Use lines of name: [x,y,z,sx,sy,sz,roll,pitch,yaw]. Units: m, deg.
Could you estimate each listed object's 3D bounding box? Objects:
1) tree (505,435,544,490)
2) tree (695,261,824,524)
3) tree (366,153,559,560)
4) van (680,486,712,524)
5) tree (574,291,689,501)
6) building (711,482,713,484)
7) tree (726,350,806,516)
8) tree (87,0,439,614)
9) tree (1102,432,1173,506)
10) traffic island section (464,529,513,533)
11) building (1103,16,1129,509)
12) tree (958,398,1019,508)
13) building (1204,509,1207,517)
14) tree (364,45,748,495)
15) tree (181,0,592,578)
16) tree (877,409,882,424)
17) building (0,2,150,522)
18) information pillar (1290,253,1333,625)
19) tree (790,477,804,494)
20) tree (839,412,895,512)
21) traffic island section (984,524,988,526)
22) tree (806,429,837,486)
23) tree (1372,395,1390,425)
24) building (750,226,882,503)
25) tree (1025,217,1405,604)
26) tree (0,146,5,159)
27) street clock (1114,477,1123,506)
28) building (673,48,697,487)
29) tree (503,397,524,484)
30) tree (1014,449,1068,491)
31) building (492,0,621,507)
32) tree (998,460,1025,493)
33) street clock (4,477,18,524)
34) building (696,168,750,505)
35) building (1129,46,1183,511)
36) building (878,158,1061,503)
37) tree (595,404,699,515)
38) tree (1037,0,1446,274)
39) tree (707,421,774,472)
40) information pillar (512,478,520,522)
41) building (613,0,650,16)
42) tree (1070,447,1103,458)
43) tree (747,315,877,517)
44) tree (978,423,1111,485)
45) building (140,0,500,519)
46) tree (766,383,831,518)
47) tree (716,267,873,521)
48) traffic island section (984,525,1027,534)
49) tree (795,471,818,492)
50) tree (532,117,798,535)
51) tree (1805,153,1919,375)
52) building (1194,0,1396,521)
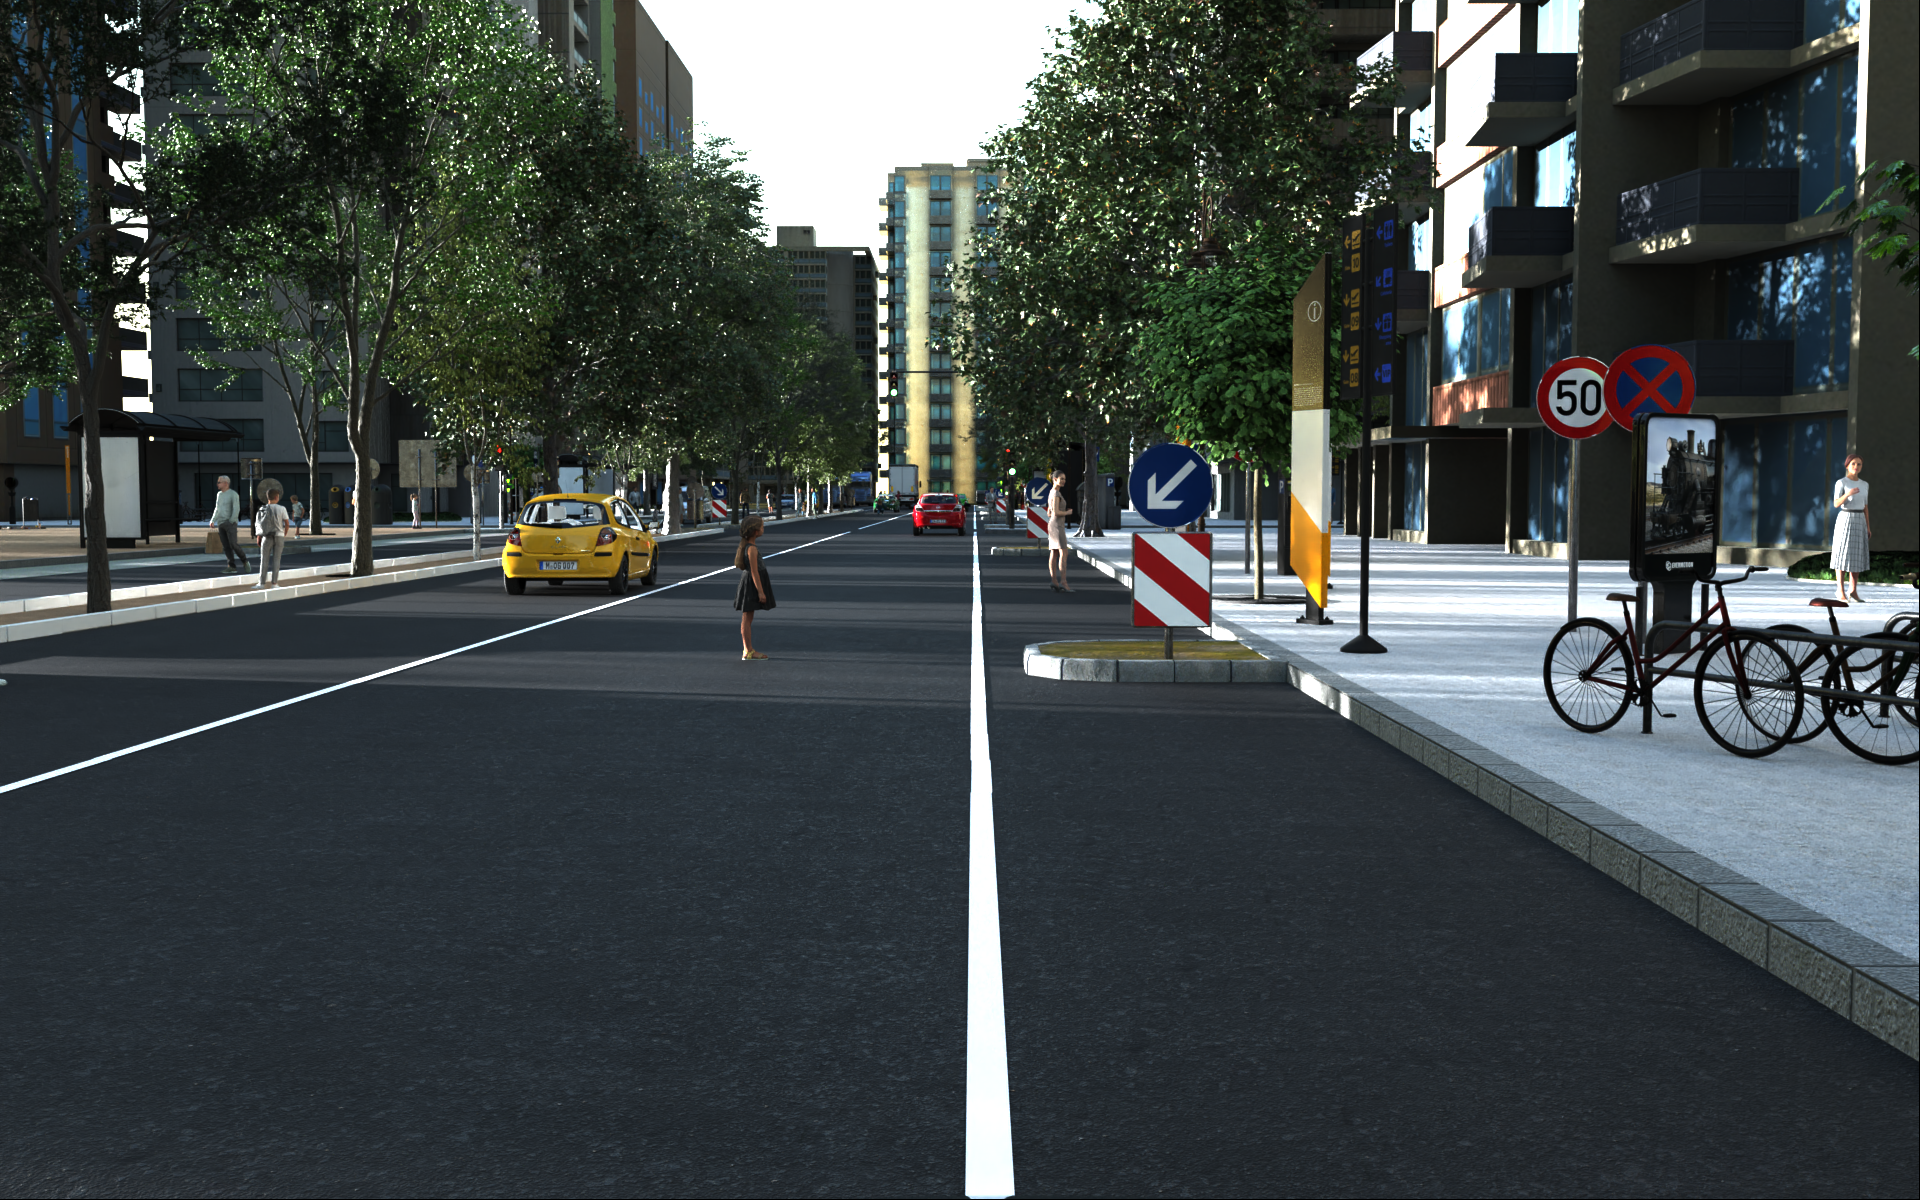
tree: [-24.226,-6.945,97.258,4.285,4.588,4.351,0,3,0]
tree: [-9.763,-9.008,75.493,9.928,11.665,9.643,0,3,0]
tree: [-10.373,-5.140,36.856,4.737,8.622,4.395,0,3,0]
van: [-13.165,-4.737,84.456,2.013,2.044,4.112,0,4,2]
tree: [-10.194,-6.101,52.565,4.360,8.622,3.978,0,3,0]
building: [-43.171,-29.037,246.461,14.107,30.474,14.160,0,4,0]
tree: [-9.769,-8.004,83.682,4.360,8.622,3.978,0,3,0]
tree: [-10.111,-5.111,20.431,8.767,10.594,7.601,0,4,0]
tree: [9.292,-7.616,74.886,4.737,8.622,4.395,0,3,0]
traffic island section: [-17.007,-2.568,64.263,2.009,0.180,2.903,0,4,0]
building: [23.774,-32.740,158.999,21.300,48.544,21.600,0,4,0]
tree: [4.948,-14.954,154.870,12.009,13.543,11.850,0,3,0]
building: [20.212,-25.674,103.363,14.154,41.232,14.086,0,4,0]
tree: [-10.515,-7.633,44.270,9.611,12.733,9.660,0,3,0]
tree: [-10.184,-6.185,29.344,9.928,11.665,9.643,0,3,0]
tree: [-9.717,-12.184,119.784,7.486,12.596,7.792,0,3,0]
building: [-50.654,-26.600,85.025,14.200,45.320,14.600,0,4,0]
information pillar: [3.468,-1.574,17.096,0.183,3.616,0.504,-2,4,-29]
tree: [-18.440,-12.239,194.701,1.663,3.219,1.824,0,3,0]
tree: [-9.194,-12.142,135.384,8.767,10.594,7.601,0,4,0]
traffic island section: [2.000,-3.046,72.088,2.009,0.180,2.903,0,4,0]
tree: [-9.859,-9.837,113.647,4.360,8.622,3.978,0,3,0]
tree: [15.555,-6.676,59.518,4.737,8.622,4.395,0,3,0]
building: [-24.051,-34.363,253.716,23.993,40.220,32.217,0,4,0]
tree: [3.674,-2.266,20.761,4.285,4.588,4.351,0,3,0]
tree: [-10.497,-3.768,14.424,4.360,8.622,3.978,0,3,0]
street clock: [6.513,-4.100,71.612,0.358,2.002,0.471,2,4,34]
building: [-33.914,-31.737,169.018,14.600,45.320,14.200,0,4,0]
tree: [-27.929,-9.398,104.017,4.360,8.622,3.978,0,3,0]
tree: [5.252,-10.938,129.198,4.737,8.622,4.395,0,3,0]
building: [-32.150,-26.708,120.267,14.154,41.232,14.086,0,4,0]
tree: [5.233,-7.947,113.652,4.285,4.588,4.351,0,3,0]
street clock: [-40.286,-4.222,73.600,0.471,2.002,0.358,0,4,-5]
building: [-38.643,-31.038,199.357,23.993,40.220,32.217,0,4,0]
building: [23.652,-36.080,131.902,21.231,58.520,28.212,0,4,0]
building: [3.753,-38.537,249.693,30.456,49.044,23.786,0,4,0]
tree: [-18.792,-11.360,103.866,7.486,12.596,7.792,0,3,0]
tree: [4.371,-7.126,33.524,9.611,12.733,9.660,0,3,0]
tree: [-18.582,-12.923,145.699,7.601,10.594,8.767,-1,4,-12]
information pillar: [-20.399,-4.581,79.383,0.304,2.012,0.304,1,4,14]
building: [-34.204,-30.843,154.389,14.600,45.320,14.200,0,4,0]
tree: [10.176,-11.636,140.613,4.360,8.622,3.978,0,3,0]
tree: [-9.423,-11.433,107.512,7.486,12.596,7.792,0,3,0]
tree: [5.058,-10.282,86.230,7.486,12.596,7.792,0,3,0]
building: [-33.792,-19.675,93.383,14.160,30.474,14.107,0,4,0]
tree: [-9.561,-9.090,101.433,4.737,8.622,4.395,0,3,0]
tree: [-9.716,-11.009,92.828,12.009,13.543,11.850,0,3,0]
traffic island section: [1.934,-2.558,64.103,2.009,0.180,2.903,0,4,0]
tree: [-18.079,-13.600,206.072,4.285,4.588,4.351,0,3,0]
tree: [-9.990,-9.206,59.637,9.857,13.997,8.962,0,3,0]
tree: [3.624,-0.638,5.036,1.663,3.219,1.824,0,3,0]
building: [19.496,-19.317,87.540,14.107,30.474,14.160,0,4,0]
